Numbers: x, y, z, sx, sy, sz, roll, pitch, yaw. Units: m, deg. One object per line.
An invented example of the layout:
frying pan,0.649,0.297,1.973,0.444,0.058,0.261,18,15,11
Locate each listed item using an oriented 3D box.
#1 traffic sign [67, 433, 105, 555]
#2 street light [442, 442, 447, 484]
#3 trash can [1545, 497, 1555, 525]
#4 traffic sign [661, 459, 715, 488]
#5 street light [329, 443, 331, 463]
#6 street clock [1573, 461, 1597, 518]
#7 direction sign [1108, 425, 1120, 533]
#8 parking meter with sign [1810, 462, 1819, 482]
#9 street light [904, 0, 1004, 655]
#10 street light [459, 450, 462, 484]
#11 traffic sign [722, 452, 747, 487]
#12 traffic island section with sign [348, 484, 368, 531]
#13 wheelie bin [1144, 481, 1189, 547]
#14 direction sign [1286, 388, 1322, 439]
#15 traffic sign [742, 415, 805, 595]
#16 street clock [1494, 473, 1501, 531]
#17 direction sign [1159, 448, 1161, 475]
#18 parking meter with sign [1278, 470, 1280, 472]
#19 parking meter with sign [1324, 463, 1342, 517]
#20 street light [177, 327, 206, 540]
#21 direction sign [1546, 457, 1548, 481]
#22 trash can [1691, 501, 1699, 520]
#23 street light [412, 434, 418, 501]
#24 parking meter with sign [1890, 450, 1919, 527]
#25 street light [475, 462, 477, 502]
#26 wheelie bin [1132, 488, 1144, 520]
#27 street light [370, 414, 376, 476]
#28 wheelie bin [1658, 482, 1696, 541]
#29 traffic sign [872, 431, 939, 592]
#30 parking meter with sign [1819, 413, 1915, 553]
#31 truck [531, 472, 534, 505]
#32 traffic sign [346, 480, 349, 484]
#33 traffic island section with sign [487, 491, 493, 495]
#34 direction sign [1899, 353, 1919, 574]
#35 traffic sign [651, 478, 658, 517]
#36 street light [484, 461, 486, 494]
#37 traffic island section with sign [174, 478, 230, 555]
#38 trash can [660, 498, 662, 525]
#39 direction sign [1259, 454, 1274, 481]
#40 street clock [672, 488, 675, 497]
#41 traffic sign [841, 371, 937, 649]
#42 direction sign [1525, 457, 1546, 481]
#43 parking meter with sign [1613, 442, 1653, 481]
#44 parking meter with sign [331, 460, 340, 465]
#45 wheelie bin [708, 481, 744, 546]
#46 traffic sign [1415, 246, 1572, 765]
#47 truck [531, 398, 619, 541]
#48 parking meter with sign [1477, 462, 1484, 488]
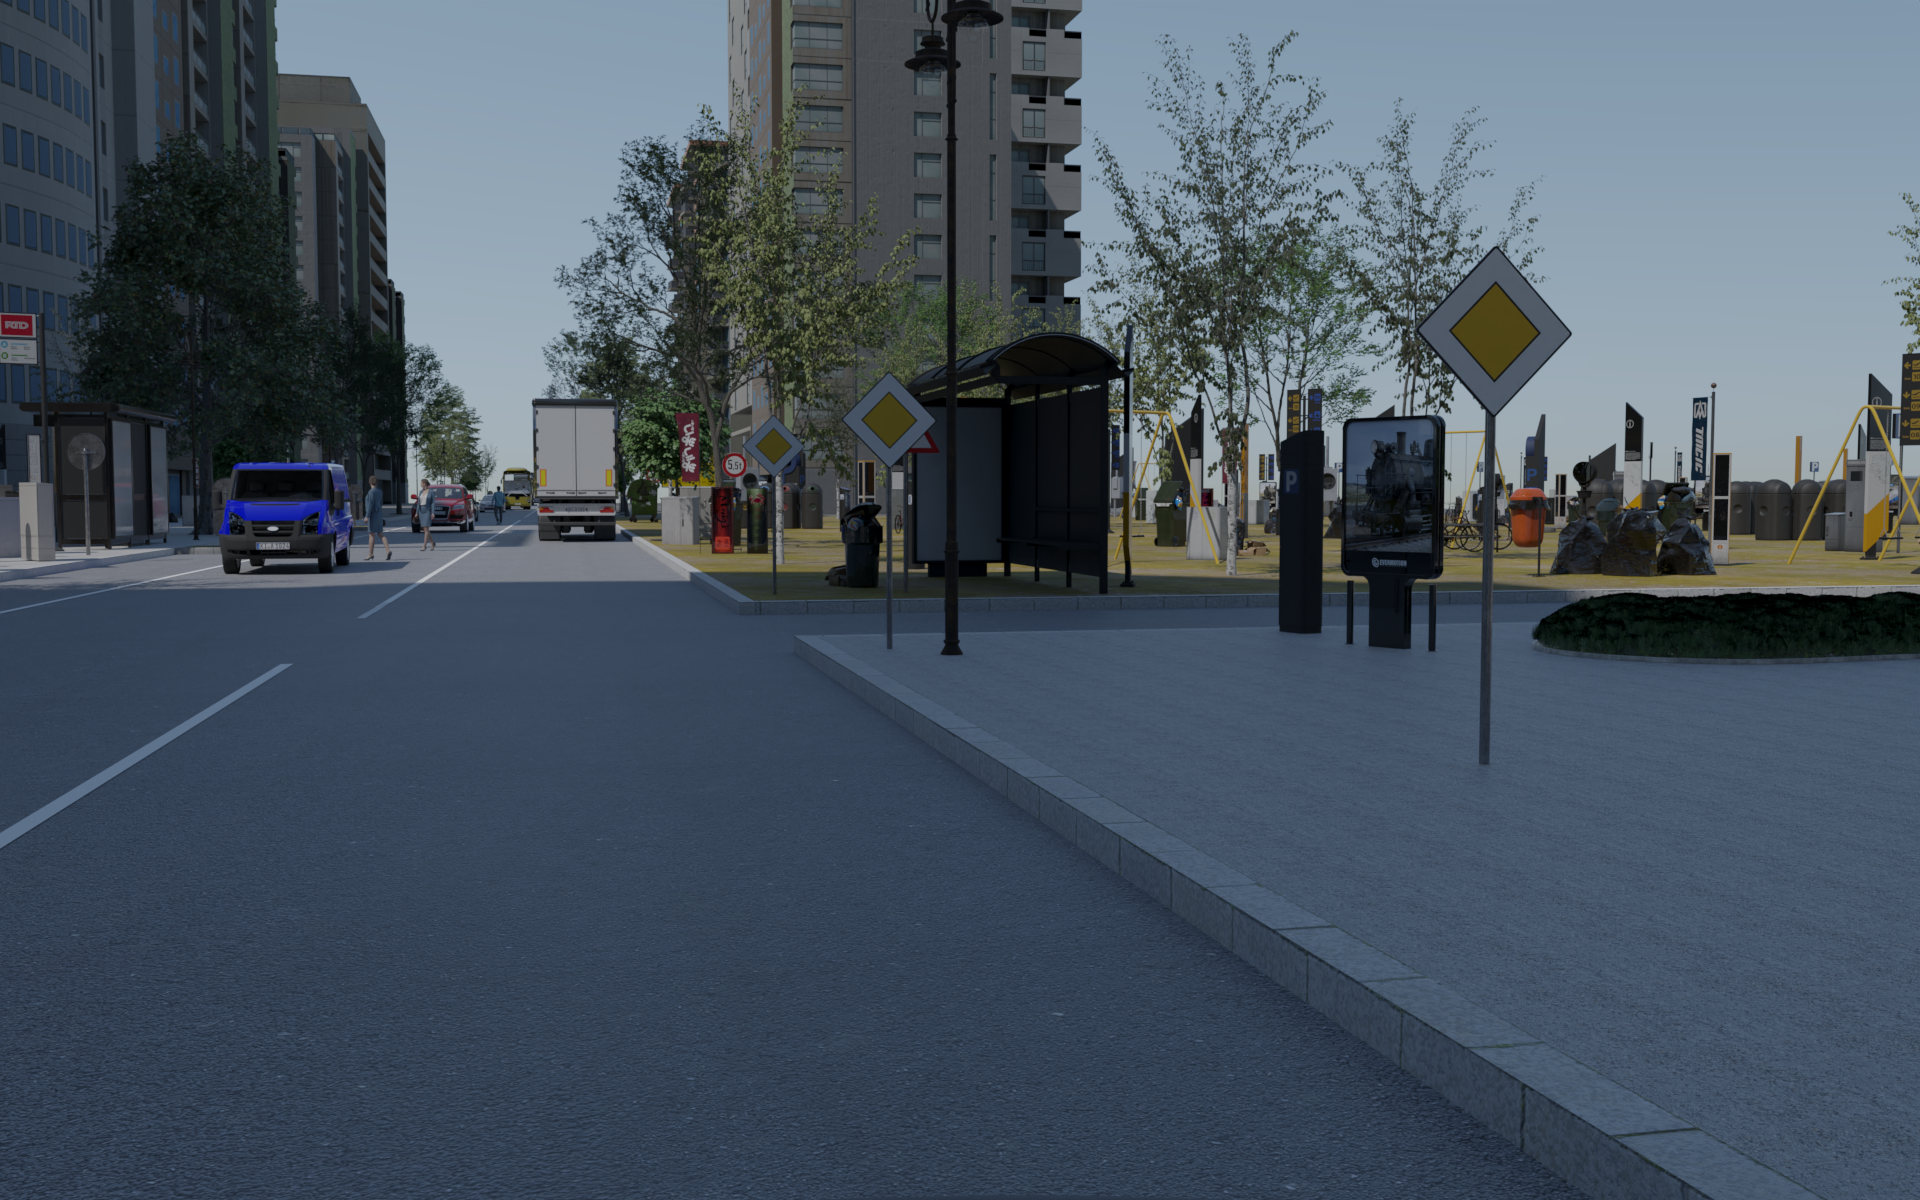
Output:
traffic sign,-18.280,-2.210,36.246,0.768,2.556,0.104,0,4,-6
street light,-44.988,-10.906,151.101,0.468,5.910,1.993,-1,4,-13
trash can,25.335,-3.859,74.742,0.748,1.137,0.748,0,3,0
traffic sign,-10.896,-4.648,69.866,2.265,3.308,0.079,0,4,-5
street light,-27.920,-6.358,76.748,0.468,5.910,1.993,-1,4,-13
street clock,13.873,-2.075,38.496,0.471,2.002,0.358,3,5,44
direction sign,4.867,-3.943,56.468,0.876,3.537,0.379,-3,4,-36
parking meter with sign,46.310,-5.893,92.615,0.543,3.016,1.738,-1,4,-19
street light,-0.066,-2.501,13.677,0.468,5.910,1.993,-1,4,-13
street light,-50.546,-12.374,175.096,0.468,5.910,1.993,-1,4,-13
traffic sign,-6.904,-3.241,53.102,0.768,2.556,0.104,-1,4,-12
traffic island section with sign,-23.886,-3.655,68.390,1.989,1.847,2.006,-1,4,-13
wheelie bin,5.152,-2.103,42.298,0.693,1.594,0.980,-3,5,-41
direction sign,7.413,-2.775,37.364,0.876,3.537,0.379,3,5,44
traffic sign,-2.371,-1.127,22.072,0.795,2.450,0.064,-1,4,-13
street clock,18.740,-3.424,60.552,0.358,2.002,0.471,1,4,21
direction sign,10.064,-5.647,84.319,0.876,3.537,0.379,3,4,37
parking meter with sign,17.785,-5.921,93.075,0.543,3.016,1.738,3,5,44
parking meter with sign,20.710,-6.143,96.694,0.543,3.016,1.738,-1,4,-19
street light,-21.274,-4.604,48.067,0.468,5.910,1.993,-1,4,-13
direction sign,34.949,-6.871,104.344,0.876,3.537,0.379,0,4,-6
trash can,35.990,-4.495,85.151,0.748,1.137,0.748,0,3,0
street light,-38.350,-9.143,122.281,0.468,5.910,1.993,-1,4,-13
parking meter with sign,39.675,-4.647,72.239,1.738,3.016,0.543,3,5,44
street light,-56.990,-14.118,203.615,0.468,5.910,1.993,-1,4,-13
wheelie bin,8.811,-4.674,84.332,0.980,1.594,0.693,0,4,-6
street light,-31.863,-7.418,94.070,0.468,5.910,1.993,-1,4,-13
wheelie bin,19.296,-2.363,46.543,0.980,1.594,0.693,0,4,-4
traffic sign,-0.708,-1.380,22.568,0.884,2.594,0.081,-1,4,-11
parking meter with sign,19.986,-2.566,38.223,0.543,3.016,1.738,-2,4,-26
truck,-56.401,-14.383,224.068,2.839,4.237,11.283,-1,4,-12
traffic sign,-32.124,-5.487,89.714,0.884,2.594,0.081,0,4,-7
traffic island section with sign,-53.568,-11.569,197.788,1.989,1.847,2.006,-1,4,-13
direction sign,15.477,-2.183,27.696,0.379,3.537,0.876,-3,4,-39
traffic sign,-14.547,-5.032,82.386,0.768,2.556,0.104,0,4,-8
street light,-63.731,-15.895,232.667,0.468,5.910,1.993,-1,4,-13
traffic island section with sign,-17.862,-2.048,42.114,1.989,1.847,2.006,-1,4,-13
trash can,-11.594,-3.504,68.951,0.748,1.137,0.748,0,3,0
direction sign,17.304,-6.472,97.815,0.876,3.537,0.379,2,4,26
street clock,-14.876,-5.190,89.430,0.471,2.002,0.358,-3,5,-39
traffic sign,-0.586,-0.651,14.288,0.795,2.450,0.064,-1,4,-13
direction sign,30.070,-6.038,90.724,0.876,3.537,0.379,1,4,16
parking meter with sign,22.327,-3.792,58.266,1.738,3.016,0.543,1,4,18
parking meter with sign,-32.392,-5.643,88.523,1.738,3.016,0.543,3,5,40
wheelie bin,-5.782,-2.137,42.852,0.980,1.594,0.693,3,5,39
traffic sign,2.490,-0.427,8.161,0.795,2.450,0.064,-1,4,-12
truck,-12.455,-4.125,56.357,2.839,4.237,11.283,-1,4,-12
parking meter with sign,28.766,-5.938,93.355,0.543,3.016,1.738,-3,5,-43
